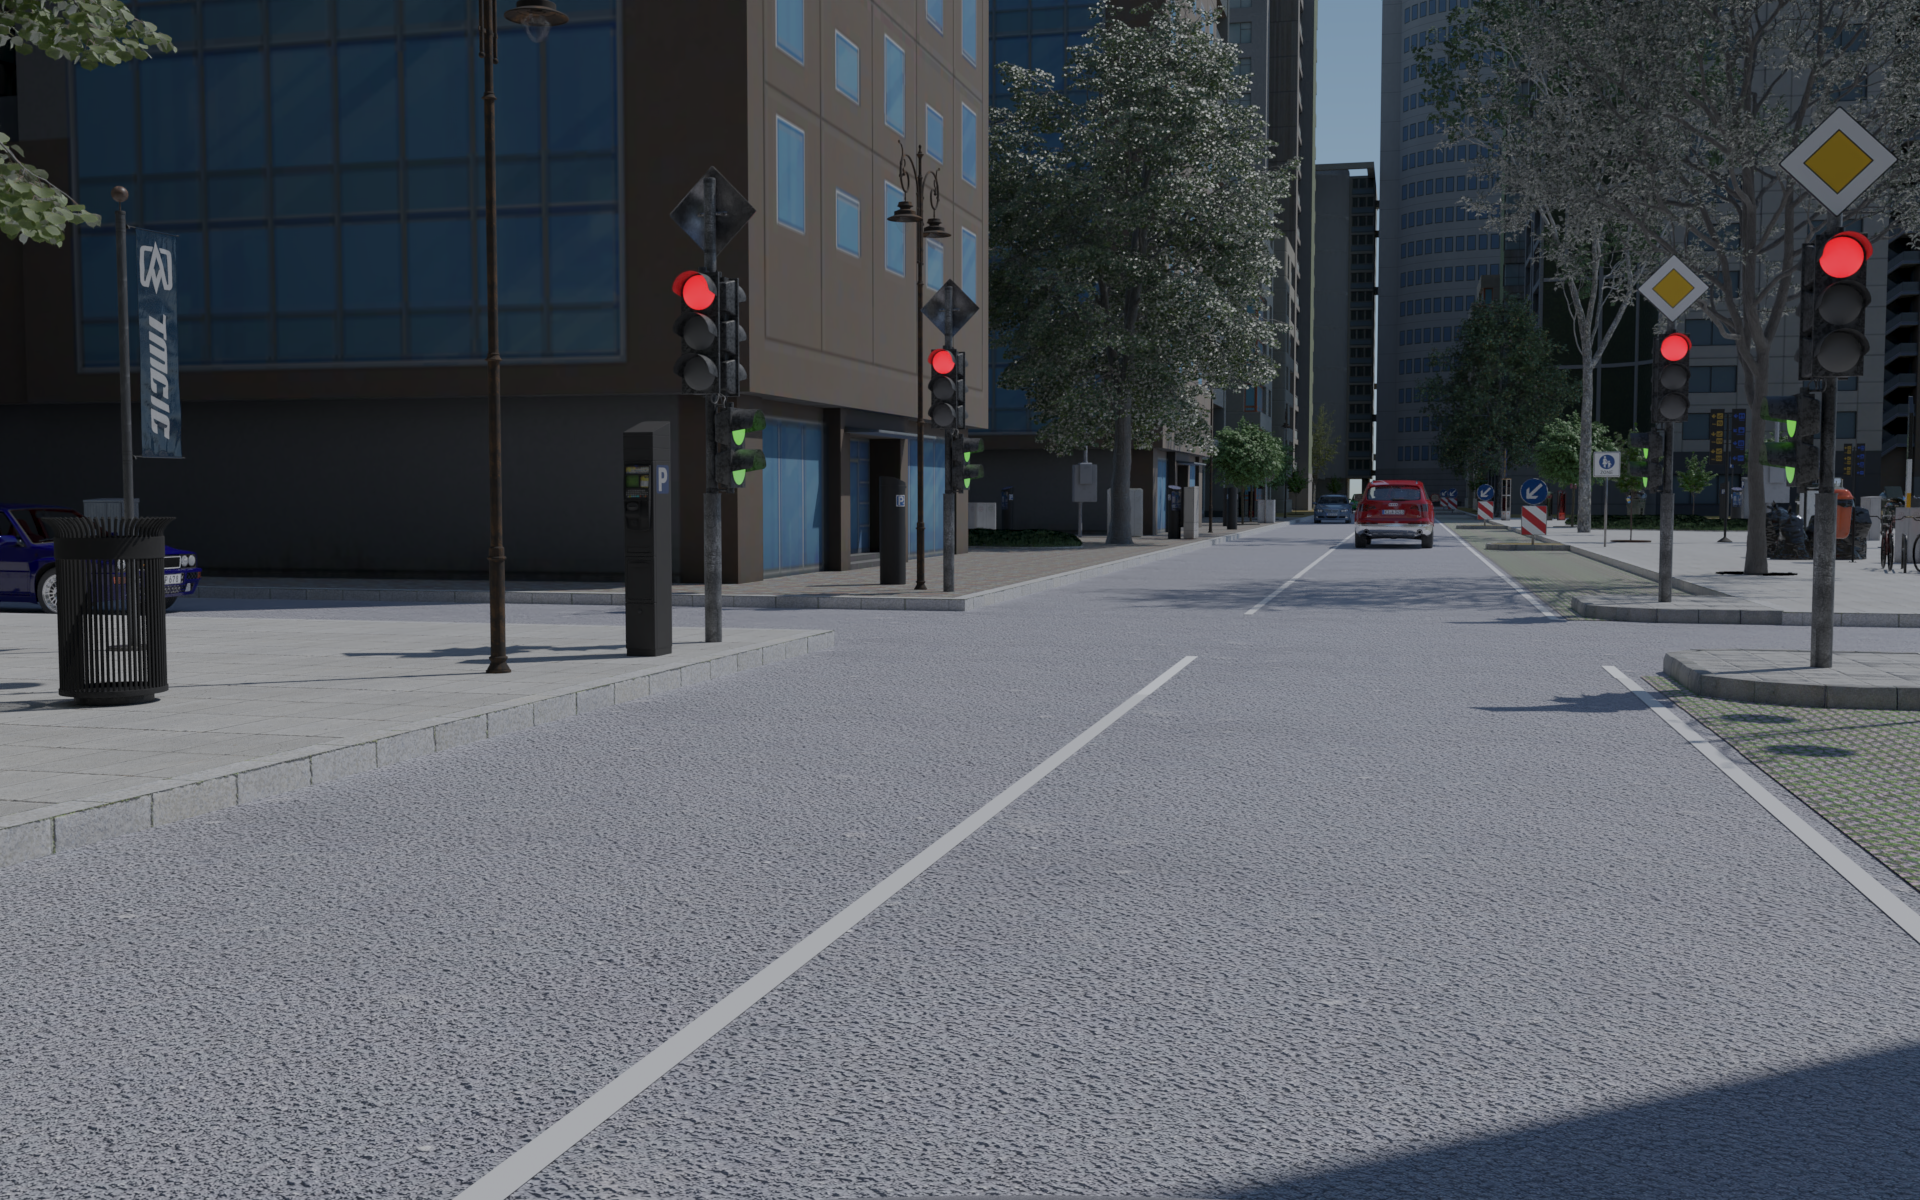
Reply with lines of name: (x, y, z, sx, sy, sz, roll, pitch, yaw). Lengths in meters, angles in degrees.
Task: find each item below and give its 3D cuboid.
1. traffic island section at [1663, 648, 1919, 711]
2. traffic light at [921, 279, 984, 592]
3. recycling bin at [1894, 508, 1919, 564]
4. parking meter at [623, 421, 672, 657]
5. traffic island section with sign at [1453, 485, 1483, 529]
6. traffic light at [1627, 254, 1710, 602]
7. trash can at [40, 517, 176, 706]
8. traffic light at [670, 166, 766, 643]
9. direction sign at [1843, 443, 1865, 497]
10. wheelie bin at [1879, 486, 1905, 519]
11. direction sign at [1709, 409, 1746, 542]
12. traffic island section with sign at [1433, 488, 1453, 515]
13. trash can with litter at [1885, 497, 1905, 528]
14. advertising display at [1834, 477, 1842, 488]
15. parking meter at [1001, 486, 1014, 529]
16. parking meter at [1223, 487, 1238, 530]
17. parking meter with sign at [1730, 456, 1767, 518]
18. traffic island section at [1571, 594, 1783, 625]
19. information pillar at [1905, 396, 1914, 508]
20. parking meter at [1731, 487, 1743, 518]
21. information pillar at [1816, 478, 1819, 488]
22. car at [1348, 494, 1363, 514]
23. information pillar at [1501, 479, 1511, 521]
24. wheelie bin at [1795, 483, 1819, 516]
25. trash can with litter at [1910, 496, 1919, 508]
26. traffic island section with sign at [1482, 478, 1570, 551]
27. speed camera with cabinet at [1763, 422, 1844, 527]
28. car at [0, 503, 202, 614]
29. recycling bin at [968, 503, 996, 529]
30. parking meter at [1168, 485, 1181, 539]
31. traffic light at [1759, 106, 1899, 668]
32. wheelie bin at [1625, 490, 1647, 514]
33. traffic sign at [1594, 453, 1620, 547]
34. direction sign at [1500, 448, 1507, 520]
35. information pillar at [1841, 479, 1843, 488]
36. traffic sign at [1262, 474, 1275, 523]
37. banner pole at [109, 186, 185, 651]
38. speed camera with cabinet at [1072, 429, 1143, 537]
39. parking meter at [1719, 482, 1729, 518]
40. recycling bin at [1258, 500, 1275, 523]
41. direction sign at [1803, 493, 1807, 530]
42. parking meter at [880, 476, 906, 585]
traffic island section: (6.405, 0.578, 12.839, 2.009, 0.180, 2.903, 1, 4, 14)
traffic light: (-0.132, -2.062, 22.627, 0.839, 4.253, 0.868, 1, 4, 14)
recycling bin: (17.980, -1.207, 32.287, 0.722, 1.027, 0.722, -1, 4, -15)
parking meter: (-2.480, -0.492, 13.756, 0.255, 1.863, 0.399, 1, 4, 15)
traffic island section with sign: (21.341, -3.804, 70.830, 1.989, 1.847, 2.006, 1, 4, 14)
traffic light: (8.358, -1.930, 20.468, 0.839, 4.253, 0.868, 1, 4, 14)
trash can: (-5.221, 0.061, 10.660, 0.748, 1.137, 0.748, 0, 3, 0)
traffic light: (-2.121, -1.589, 14.893, 0.839, 4.253, 0.868, 1, 4, 14)
direction sign: (39.962, -5.228, 77.471, 0.876, 3.537, 0.379, 3, 5, 41)
wheelie bin: (38.655, -3.913, 71.891, 0.980, 1.594, 0.693, 1, 4, 9)
direction sign: (20.372, -3.304, 46.025, 0.876, 3.537, 0.379, 1, 4, 13)
traffic island section with sign: (33.904, -6.792, 119.672, 1.989, 1.847, 2.006, 1, 4, 14)
trash can with litter: (35.379, -3.294, 65.239, 1.055, 1.170, 0.624, -2, 4, -35)
advertising display: (33.812, -3.784, 67.077, 0.974, 1.923, 0.123, -2, 4, -35)
parking meter: (1.453, -2.728, 53.015, 0.372, 1.533, 0.369, 0, 3, 0)
parking meter: (9.813, -3.305, 62.450, 0.372, 1.533, 0.369, 0, 3, 0)
parking meter with sign: (36.142, -5.069, 79.147, 1.738, 3.016, 0.543, 0, 4, 6)
traffic island section: (8.394, 0.104, 20.573, 2.009, 0.180, 2.903, 1, 4, 14)
information pillar: (22.712, -3.064, 41.454, 0.183, 3.616, 0.504, 2, 4, 25)
parking meter: (28.696, -3.400, 64.001, 0.372, 1.533, 0.369, 0, 3, 0)
information pillar: (38.792, -4.502, 78.094, 0.304, 2.012, 0.304, 0, 4, 1)
car: (29.674, -7.282, 127.854, 1.959, 1.807, 4.718, 1, 4, 13)
information pillar: (26.367, -4.839, 83.616, 0.304, 2.012, 0.304, -2, 4, -29)
wheelie bin: (25.176, -2.651, 51.245, 0.693, 1.594, 0.980, 0, 4, -6)
trash can with litter: (46.502, -4.522, 84.990, 2.233, 1.210, 1.678, 3, 5, 41)
traffic island section with sign: (14.540, -2.188, 44.396, 1.989, 1.847, 2.006, 1, 4, 14)
speed camera with cabinet: (22.231, -3.145, 45.760, 2.038, 3.252, 0.660, 1, 4, 11)
car: (-11.224, -0.501, 20.774, 3.894, 1.354, 1.945, 1, 4, 13)
recycling bin: (0.566, -2.301, 50.182, 0.722, 1.027, 0.722, -2, 4, -31)
parking meter: (6.126, -2.510, 49.448, 0.372, 1.533, 0.369, 0, 3, 0)
traffic light: (6.369, -1.456, 12.734, 0.839, 4.253, 0.868, 1, 4, 14)
wheelie bin: (29.957, -4.207, 76.692, 0.980, 1.594, 0.693, -3, 4, -36)
traffic sign: (15.641, -2.435, 41.934, 0.606, 2.300, 0.079, 1, 4, 20)
direction sign: (27.077, -5.752, 86.044, 0.379, 3.537, 0.876, 2, 4, 24)
information pillar: (43.653, -4.995, 86.152, 0.304, 2.012, 0.304, -1, 4, -21)
traffic sign: (13.315, -4.610, 75.474, 0.768, 2.556, 0.104, 1, 4, 19)
banner pole: (-6.766, -1.492, 14.412, 0.401, 3.779, 0.863, 1, 4, 17)
speed camera with cabinet: (4.384, -3.496, 51.503, 2.038, 3.252, 0.660, 0, 4, -4)
parking meter: (35.971, -4.640, 81.568, 0.399, 1.863, 0.255, 2, 4, 35)
recycling bin: (13.441, -3.879, 75.970, 0.722, 1.027, 0.722, 1, 4, 14)
direction sign: (21.461, -3.176, 43.930, 0.379, 3.537, 0.876, 3, 4, 36)
parking meter: (-0.955, -0.990, 24.590, 0.372, 1.533, 0.369, 0, 3, 0)
